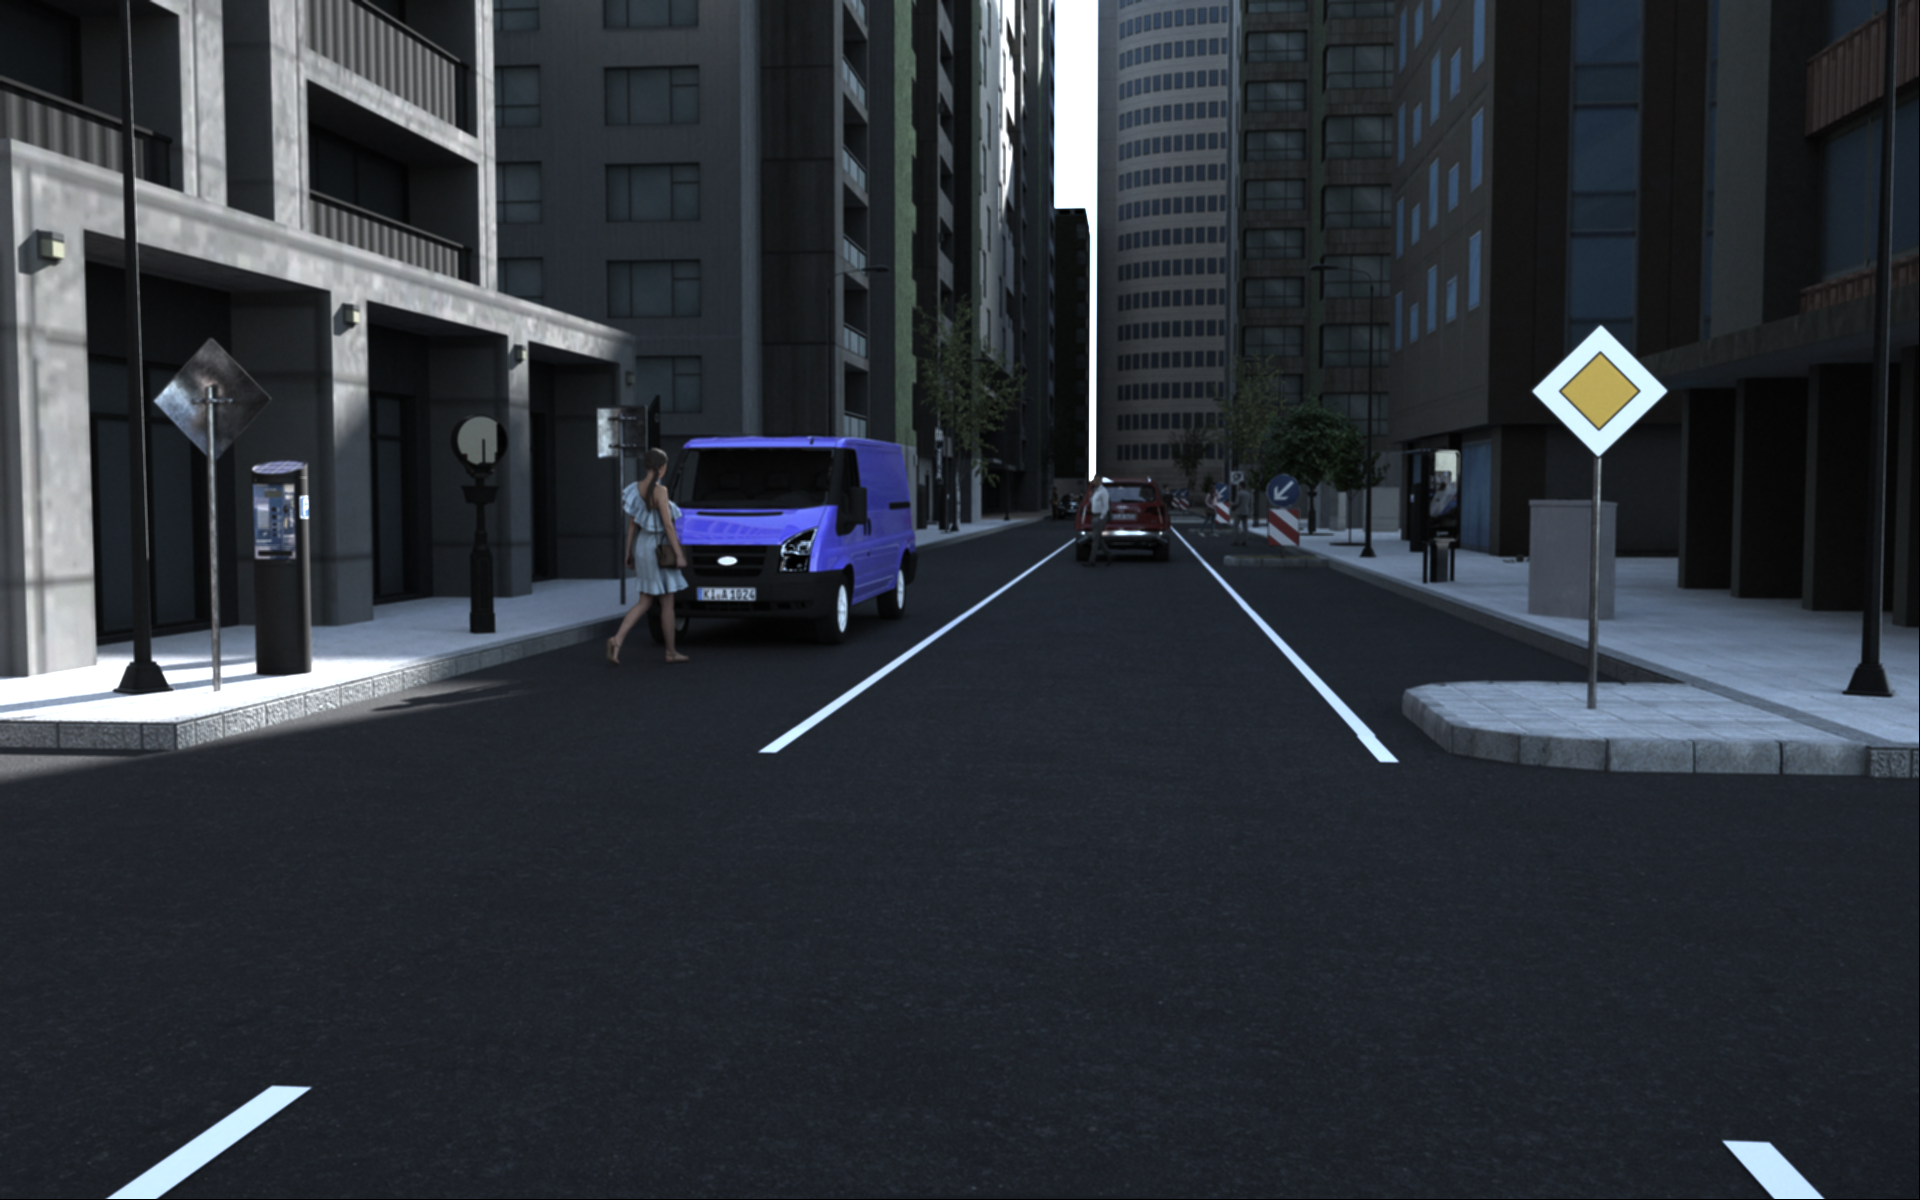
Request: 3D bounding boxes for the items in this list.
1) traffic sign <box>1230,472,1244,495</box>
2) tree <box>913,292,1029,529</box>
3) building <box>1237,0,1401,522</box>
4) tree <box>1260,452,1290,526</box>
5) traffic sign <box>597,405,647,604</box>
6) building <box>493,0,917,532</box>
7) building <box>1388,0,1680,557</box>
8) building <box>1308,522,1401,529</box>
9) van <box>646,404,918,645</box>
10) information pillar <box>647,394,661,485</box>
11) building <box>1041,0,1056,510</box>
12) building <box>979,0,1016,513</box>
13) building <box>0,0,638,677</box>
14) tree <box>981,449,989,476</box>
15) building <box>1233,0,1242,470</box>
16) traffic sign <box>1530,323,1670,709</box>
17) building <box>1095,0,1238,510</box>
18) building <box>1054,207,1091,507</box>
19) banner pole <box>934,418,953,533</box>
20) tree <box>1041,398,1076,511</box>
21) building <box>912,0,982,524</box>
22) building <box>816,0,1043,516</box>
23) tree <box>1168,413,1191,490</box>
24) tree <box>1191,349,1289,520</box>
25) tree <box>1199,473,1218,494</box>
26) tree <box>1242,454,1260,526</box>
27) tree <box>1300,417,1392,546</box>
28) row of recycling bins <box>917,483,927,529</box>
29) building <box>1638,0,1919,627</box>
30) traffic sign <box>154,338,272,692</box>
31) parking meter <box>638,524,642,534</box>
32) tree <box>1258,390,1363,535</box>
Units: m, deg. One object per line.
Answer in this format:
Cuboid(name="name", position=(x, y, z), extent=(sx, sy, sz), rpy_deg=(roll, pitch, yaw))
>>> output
Cuboid(name="traffic sign", position=(12.374, -4.605, 77.420), extent=(0.606, 2.300, 0.079), rpy_deg=(1, 4, 9))
Cuboid(name="tree", position=(0.075, -6.903, 63.224), extent=(4.737, 8.622, 4.395), rpy_deg=(0, 3, 0))
Cuboid(name="building", position=(22.515, -19.855, 96.330), extent=(14.160, 30.474, 14.107), rpy_deg=(0, 4, 6))
Cuboid(name="tree", position=(11.879, -4.158, 62.589), extent=(1.663, 3.219, 1.824), rpy_deg=(0, 3, 0))
Cuboid(name="traffic sign", position=(-3.913, -1.097, 20.059), extent=(0.606, 2.300, 0.079), rpy_deg=(1, 4, 12))
Cuboid(name="building", position=(-9.172, -22.530, 51.968), extent=(14.154, 41.232, 14.086), rpy_deg=(0, 4, 6))
Cuboid(name="building", position=(18.228, -23.847, 40.012), extent=(14.600, 45.320, 14.200), rpy_deg=(0, 4, 6))
Cuboid(name="building", position=(21.025, -18.203, 69.326), extent=(14.160, 30.474, 14.107), rpy_deg=(0, 4, 6))
Cuboid(name="van", position=(-1.793, -0.853, 18.334), extent=(2.240, 2.365, 5.245), rpy_deg=(0, 4, 7))
Cuboid(name="information pillar", position=(-7.165, -3.012, 40.607), extent=(0.183, 3.616, 0.504), rpy_deg=(1, 4, 19))
Cuboid(name="building", position=(-5.972, -37.211, 150.402), extent=(28.212, 58.520, 21.231), rpy_deg=(0, 4, 6))
Cuboid(name="building", position=(-10.980, -31.297, 100.948), extent=(28.713, 52.752, 27.495), rpy_deg=(0, 4, 6))
Cuboid(name="building", position=(-15.606, -35.657, 21.237), extent=(20.563, 71.187, 20.611), rpy_deg=(0, 4, 6))
Cuboid(name="tree", position=(-0.305, -6.183, 84.811), extent=(4.285, 4.588, 4.351), rpy_deg=(0, 3, 0))
Cuboid(name="building", position=(32.609, -32.186, 115.487), extent=(28.713, 52.752, 27.495), rpy_deg=(0, 4, 6))
Cuboid(name="traffic sign", position=(3.771, -0.406, 10.284), extent=(0.795, 2.450, 0.064), rpy_deg=(0, 4, 6))
Cuboid(name="building", position=(28.186, -38.921, 178.351), extent=(28.212, 58.520, 21.231), rpy_deg=(0, 4, 6))
Cuboid(name="building", position=(6.262, -24.803, 177.229), extent=(14.107, 30.474, 14.160), rpy_deg=(0, 4, 6))
Cuboid(name="banner pole", position=(-0.581, -4.078, 56.699), extent=(0.401, 3.779, 0.863), rpy_deg=(3, 4, 36))
Cuboid(name="tree", position=(6.722, -11.108, 131.983), extent=(4.360, 8.622, 3.978), rpy_deg=(0, 3, 0))
Cuboid(name="building", position=(-6.690, -18.502, 74.213), extent=(14.160, 30.474, 14.107), rpy_deg=(0, 4, 6))
Cuboid(name="building", position=(-1.619, -26.796, 121.711), extent=(14.154, 41.232, 14.086), rpy_deg=(0, 4, 6))
Cuboid(name="tree", position=(20.574, -12.460, 154.089), extent=(4.737, 8.622, 4.395), rpy_deg=(0, 3, 0))
Cuboid(name="tree", position=(14.526, -8.349, 86.862), extent=(4.737, 8.622, 4.395), rpy_deg=(0, 3, 0))
Cuboid(name="tree", position=(21.075, -9.341, 147.328), extent=(1.663, 3.219, 1.824), rpy_deg=(0, 3, 0))
Cuboid(name="tree", position=(12.634, -4.651, 70.650), extent=(1.663, 3.219, 1.824), rpy_deg=(0, 3, 0))
Cuboid(name="tree", position=(9.669, -2.975, 43.235), extent=(1.663, 3.219, 1.824), rpy_deg=(0, 3, 0))
Cuboid(name="row of recycling bins", position=(-2.464, -3.396, 62.645), extent=(1.069, 1.692, 3.534), rpy_deg=(3, 5, 40))
Cuboid(name="building", position=(22.773, -22.193, 17.484), extent=(28.867, 44.769, 22.147), rpy_deg=(0, 4, 6))
Cuboid(name="traffic sign", position=(-4.825, -0.462, 11.195), extent=(0.795, 2.450, 0.064), rpy_deg=(0, 4, 6))
Cuboid(name="parking meter", position=(-7.417, -1.941, 40.151), extent=(0.372, 1.533, 0.369), rpy_deg=(0, 3, 0))
Cuboid(name="tree", position=(10.969, -4.326, 54.446), extent=(4.285, 4.588, 4.351), rpy_deg=(0, 3, 0))
